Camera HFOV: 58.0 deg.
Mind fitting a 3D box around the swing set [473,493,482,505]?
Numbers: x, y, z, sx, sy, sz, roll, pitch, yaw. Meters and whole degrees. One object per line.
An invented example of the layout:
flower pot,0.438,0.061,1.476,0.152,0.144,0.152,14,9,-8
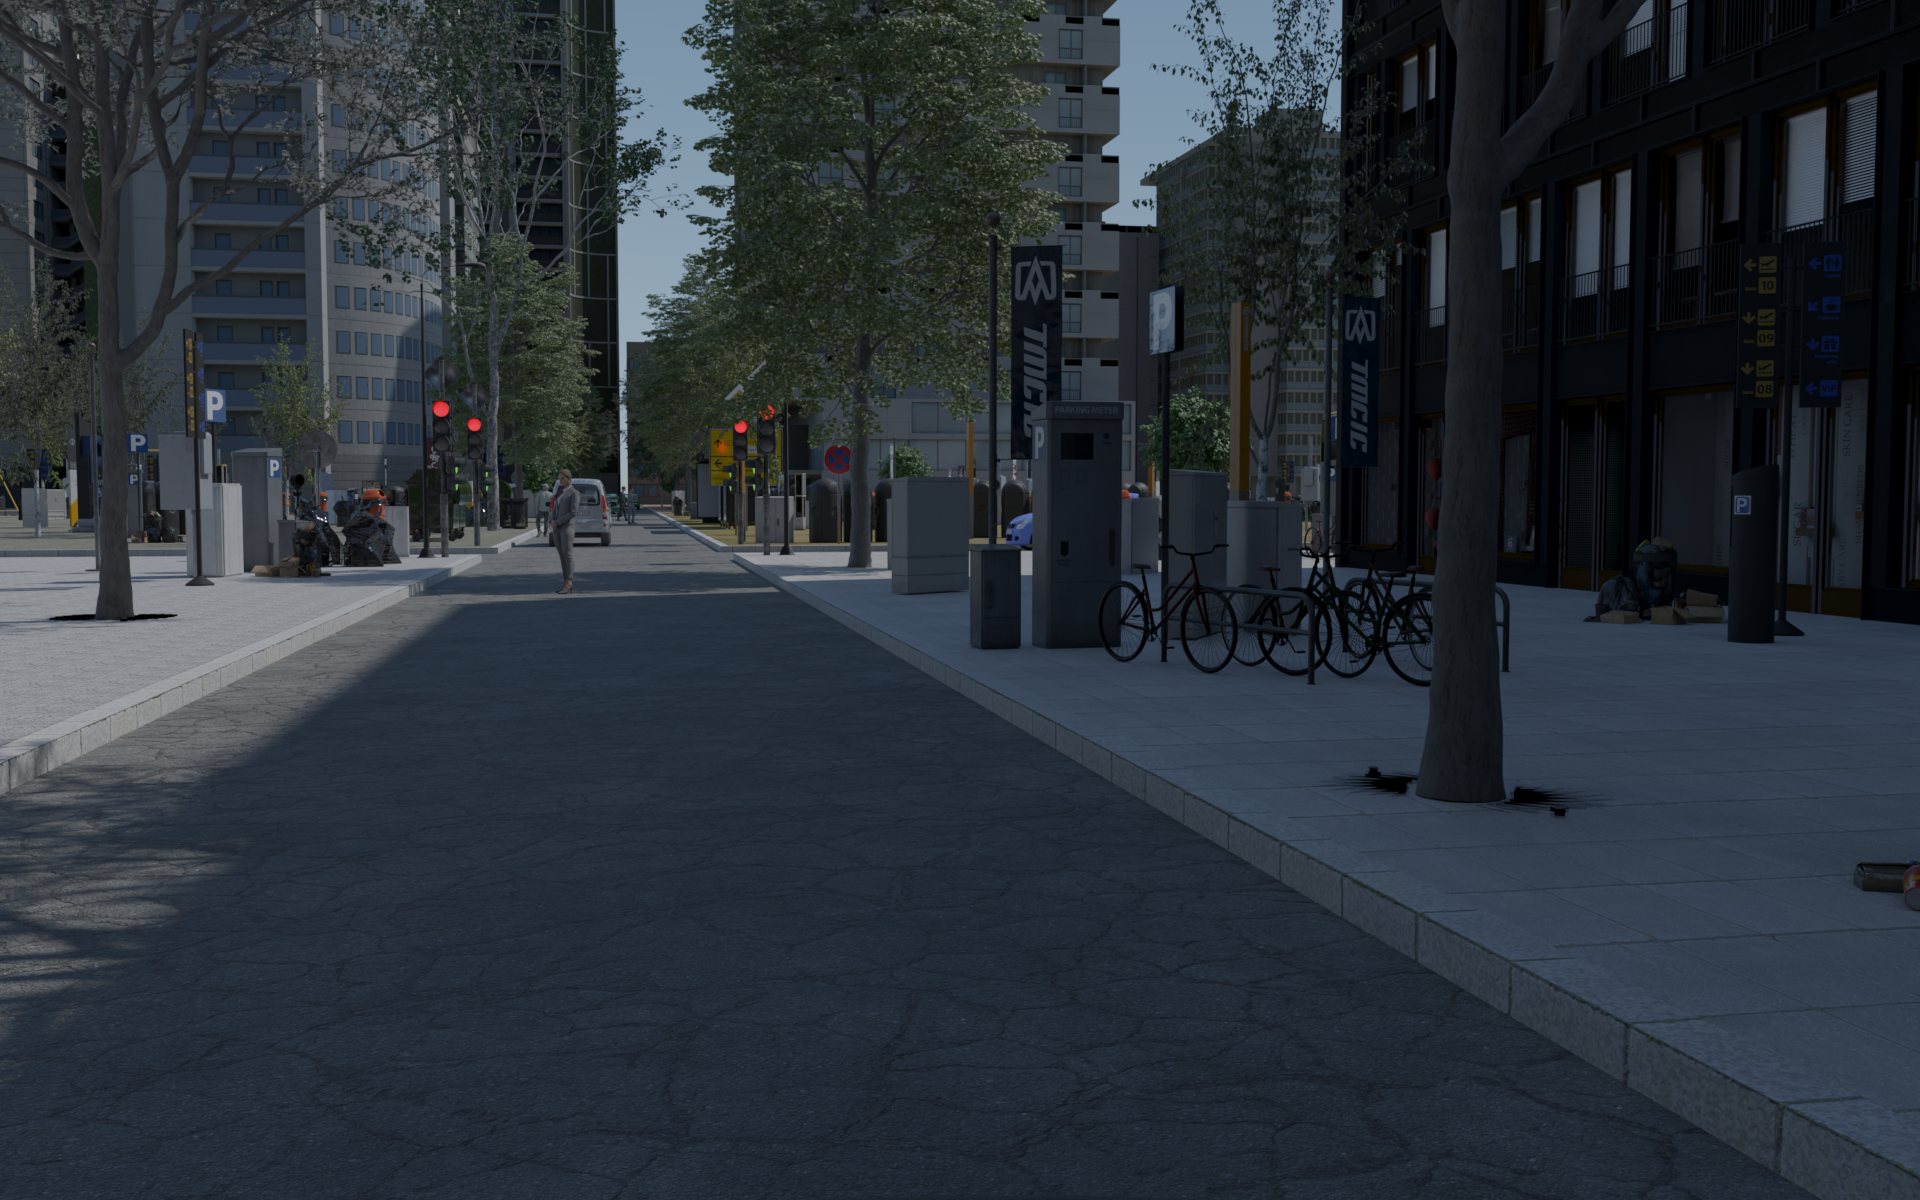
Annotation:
swing set,-29.656,-6.950,111.255,3.119,2.851,2.862,0,4,0

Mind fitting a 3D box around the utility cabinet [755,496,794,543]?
utility cabinet,-4.876,-2.098,45.459,1.020,1.237,0.306,2,4,24

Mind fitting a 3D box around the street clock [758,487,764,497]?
street clock,-6.271,-3.074,54.825,0.358,2.002,0.471,-1,4,-10

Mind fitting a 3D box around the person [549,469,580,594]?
person,-5.766,-0.993,25.016,0.520,1.790,0.573,2,4,26

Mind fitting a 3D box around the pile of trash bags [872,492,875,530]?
pile of trash bags,-2.539,-3.243,62.778,1.912,1.369,3.447,-3,4,-37

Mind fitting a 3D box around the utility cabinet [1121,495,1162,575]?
utility cabinet,2.870,-1.030,27.999,0.306,1.237,1.020,2,4,31

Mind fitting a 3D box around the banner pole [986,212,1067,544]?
banner pole,0.519,-1.556,15.453,0.863,3.779,0.401,1,4,13

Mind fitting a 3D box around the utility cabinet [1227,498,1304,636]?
utility cabinet,2.791,-0.303,16.120,0.306,1.237,1.020,-1,4,-23

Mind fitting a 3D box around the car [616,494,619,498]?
car,-35.390,-10.030,175.789,2.131,1.459,4.920,-1,4,-10

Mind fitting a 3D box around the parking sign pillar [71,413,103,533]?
parking sign pillar,-29.085,-4.259,58.112,1.447,3.967,1.447,0,4,3

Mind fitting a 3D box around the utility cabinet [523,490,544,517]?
utility cabinet,-23.230,-5.248,94.477,1.173,1.500,0.318,-1,4,-10

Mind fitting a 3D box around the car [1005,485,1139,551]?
car,2.981,-2.058,43.238,3.694,1.707,1.945,-1,4,-11

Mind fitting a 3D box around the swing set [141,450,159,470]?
swing set,-28.657,-3.886,61.163,3.119,2.851,2.862,-1,4,-21

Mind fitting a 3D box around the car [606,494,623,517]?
car,-22.263,-5.961,109.267,2.131,1.459,4.920,-1,4,-13

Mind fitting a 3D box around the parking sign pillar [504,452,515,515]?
parking sign pillar,-28.089,-7.232,106.718,1.447,3.967,1.447,-1,4,-18

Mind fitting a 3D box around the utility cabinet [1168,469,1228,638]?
utility cabinet,2.147,-0.428,15.683,0.318,1.500,1.173,1,4,23

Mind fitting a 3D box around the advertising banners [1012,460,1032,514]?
advertising banners,2.194,-3.961,60.952,0.090,3.025,2.074,2,4,24

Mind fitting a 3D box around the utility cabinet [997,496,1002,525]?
utility cabinet,1.910,-3.748,72.440,0.306,1.237,1.020,-2,4,-31

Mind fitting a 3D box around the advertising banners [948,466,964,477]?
advertising banners,-0.496,-6.797,107.314,2.074,3.025,0.090,3,5,42

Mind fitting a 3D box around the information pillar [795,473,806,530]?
information pillar,-5.660,-3.481,61.412,0.304,2.012,0.304,1,4,14

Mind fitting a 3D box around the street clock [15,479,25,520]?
street clock,-45.835,-4.889,84.503,0.358,2.002,0.471,0,4,0

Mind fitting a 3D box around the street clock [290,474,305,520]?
street clock,-23.771,-3.523,62.176,0.358,2.002,0.471,2,4,26

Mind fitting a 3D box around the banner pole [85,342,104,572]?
banner pole,-14.288,-2.380,28.929,0.401,3.779,0.863,1,4,13

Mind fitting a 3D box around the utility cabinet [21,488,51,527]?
utility cabinet,-35.476,-3.532,66.432,1.173,1.500,0.318,2,4,30

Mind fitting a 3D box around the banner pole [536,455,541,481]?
banner pole,-24.004,-6.646,98.679,0.401,3.779,0.863,0,4,6

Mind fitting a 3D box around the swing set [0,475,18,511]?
swing set,-49.631,-5.498,87.508,2.862,2.851,3.119,0,4,-1

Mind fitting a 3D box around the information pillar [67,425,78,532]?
information pillar,-30.243,-4.147,59.150,0.183,3.616,0.504,1,4,18

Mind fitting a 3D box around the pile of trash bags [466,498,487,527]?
pile of trash bags,-19.984,-3.591,68.472,3.447,1.369,1.912,1,4,21

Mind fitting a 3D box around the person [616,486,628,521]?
person,-17.706,-5.068,91.132,0.755,1.850,0.659,-1,4,-13

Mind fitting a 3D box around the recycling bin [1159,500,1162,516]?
recycling bin,8.097,-3.697,73.000,0.722,1.027,0.722,0,4,-6

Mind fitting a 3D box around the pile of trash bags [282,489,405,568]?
pile of trash bags,-11.169,-1.345,31.741,1.912,1.369,3.447,0,4,-3

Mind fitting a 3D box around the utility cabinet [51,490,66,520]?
utility cabinet,-44.621,-4.680,85.198,0.318,1.500,1.173,2,4,30

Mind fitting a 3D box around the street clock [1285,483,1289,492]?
street clock,22.106,-6.882,117.094,0.358,2.002,0.471,0,4,6

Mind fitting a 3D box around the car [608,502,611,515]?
car,-18.176,-4.502,85.606,2.014,1.417,4.499,-1,4,-13

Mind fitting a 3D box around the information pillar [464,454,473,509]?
information pillar,-26.189,-6.177,92.341,0.504,3.616,0.183,1,4,19

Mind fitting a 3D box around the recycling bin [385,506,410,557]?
recycling bin,-11.705,-1.392,35.309,0.722,1.027,0.722,-3,5,-40

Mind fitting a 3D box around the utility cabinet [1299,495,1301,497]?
utility cabinet,20.465,-5.668,103.833,0.306,1.237,1.020,1,4,12

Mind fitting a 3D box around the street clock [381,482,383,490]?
street clock,-34.582,-6.040,103.319,0.358,2.002,0.471,-3,5,-39

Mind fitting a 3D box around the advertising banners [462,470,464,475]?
advertising banners,-32.782,-7.123,112.652,2.074,3.025,0.090,3,5,42

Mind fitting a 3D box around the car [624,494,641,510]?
car,-30.269,-9.174,158.791,1.959,1.807,4.718,-1,4,-11

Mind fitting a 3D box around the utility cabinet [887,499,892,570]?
utility cabinet,-0.778,-1.132,29.667,1.020,1.237,0.306,-3,5,-41

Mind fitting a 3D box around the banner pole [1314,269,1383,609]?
banner pole,4.337,-1.799,19.437,0.863,3.779,0.401,-1,4,-15

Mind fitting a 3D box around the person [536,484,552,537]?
person,-13.701,-2.969,57.525,0.782,1.767,0.515,-1,4,-20

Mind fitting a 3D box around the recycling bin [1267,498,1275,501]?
recycling bin,22.359,-6.832,124.252,0.722,1.027,0.722,0,4,4

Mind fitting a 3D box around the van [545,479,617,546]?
van,-10.708,-2.561,48.891,2.013,2.044,4.112,-1,4,-10

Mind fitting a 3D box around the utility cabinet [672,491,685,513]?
utility cabinet,-18.852,-6.554,115.830,0.318,1.500,1.173,1,4,23

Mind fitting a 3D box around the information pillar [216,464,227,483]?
information pillar,-18.340,-2.349,42.893,0.304,2.012,0.304,0,4,-5

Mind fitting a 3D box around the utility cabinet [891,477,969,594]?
utility cabinet,-0.386,-0.842,22.451,0.318,1.500,1.173,3,5,42

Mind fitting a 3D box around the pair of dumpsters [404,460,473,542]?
pair of dumpsters,-14.621,-2.817,48.548,1.574,2.255,4.437,-1,4,-11

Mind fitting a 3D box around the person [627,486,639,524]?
person,-15.742,-4.565,83.331,0.583,1.804,0.606,0,4,-4

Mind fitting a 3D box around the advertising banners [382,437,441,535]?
advertising banners,-16.978,-3.511,53.601,2.074,3.025,0.090,0,4,2

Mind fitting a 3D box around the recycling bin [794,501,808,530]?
recycling bin,-6.085,-3.058,62.557,0.722,1.027,0.722,1,4,21

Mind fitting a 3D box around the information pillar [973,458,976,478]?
information pillar,0.835,-7.333,111.250,0.183,3.616,0.504,3,5,44

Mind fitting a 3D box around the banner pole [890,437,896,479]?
banner pole,-2.913,-5.211,75.218,0.401,3.779,0.863,1,4,16

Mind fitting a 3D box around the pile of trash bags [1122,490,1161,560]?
pile of trash bags,3.240,-1.536,34.872,1.912,1.369,3.447,0,4,4

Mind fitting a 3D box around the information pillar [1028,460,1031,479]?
information pillar,4.459,-7.344,111.435,0.183,3.616,0.504,-1,4,-15

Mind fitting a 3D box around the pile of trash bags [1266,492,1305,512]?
pile of trash bags,16.647,-4.623,85.344,3.447,1.369,1.912,0,3,0

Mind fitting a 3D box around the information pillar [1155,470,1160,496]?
information pillar,12.961,-7.488,113.788,0.183,3.616,0.504,2,4,34
